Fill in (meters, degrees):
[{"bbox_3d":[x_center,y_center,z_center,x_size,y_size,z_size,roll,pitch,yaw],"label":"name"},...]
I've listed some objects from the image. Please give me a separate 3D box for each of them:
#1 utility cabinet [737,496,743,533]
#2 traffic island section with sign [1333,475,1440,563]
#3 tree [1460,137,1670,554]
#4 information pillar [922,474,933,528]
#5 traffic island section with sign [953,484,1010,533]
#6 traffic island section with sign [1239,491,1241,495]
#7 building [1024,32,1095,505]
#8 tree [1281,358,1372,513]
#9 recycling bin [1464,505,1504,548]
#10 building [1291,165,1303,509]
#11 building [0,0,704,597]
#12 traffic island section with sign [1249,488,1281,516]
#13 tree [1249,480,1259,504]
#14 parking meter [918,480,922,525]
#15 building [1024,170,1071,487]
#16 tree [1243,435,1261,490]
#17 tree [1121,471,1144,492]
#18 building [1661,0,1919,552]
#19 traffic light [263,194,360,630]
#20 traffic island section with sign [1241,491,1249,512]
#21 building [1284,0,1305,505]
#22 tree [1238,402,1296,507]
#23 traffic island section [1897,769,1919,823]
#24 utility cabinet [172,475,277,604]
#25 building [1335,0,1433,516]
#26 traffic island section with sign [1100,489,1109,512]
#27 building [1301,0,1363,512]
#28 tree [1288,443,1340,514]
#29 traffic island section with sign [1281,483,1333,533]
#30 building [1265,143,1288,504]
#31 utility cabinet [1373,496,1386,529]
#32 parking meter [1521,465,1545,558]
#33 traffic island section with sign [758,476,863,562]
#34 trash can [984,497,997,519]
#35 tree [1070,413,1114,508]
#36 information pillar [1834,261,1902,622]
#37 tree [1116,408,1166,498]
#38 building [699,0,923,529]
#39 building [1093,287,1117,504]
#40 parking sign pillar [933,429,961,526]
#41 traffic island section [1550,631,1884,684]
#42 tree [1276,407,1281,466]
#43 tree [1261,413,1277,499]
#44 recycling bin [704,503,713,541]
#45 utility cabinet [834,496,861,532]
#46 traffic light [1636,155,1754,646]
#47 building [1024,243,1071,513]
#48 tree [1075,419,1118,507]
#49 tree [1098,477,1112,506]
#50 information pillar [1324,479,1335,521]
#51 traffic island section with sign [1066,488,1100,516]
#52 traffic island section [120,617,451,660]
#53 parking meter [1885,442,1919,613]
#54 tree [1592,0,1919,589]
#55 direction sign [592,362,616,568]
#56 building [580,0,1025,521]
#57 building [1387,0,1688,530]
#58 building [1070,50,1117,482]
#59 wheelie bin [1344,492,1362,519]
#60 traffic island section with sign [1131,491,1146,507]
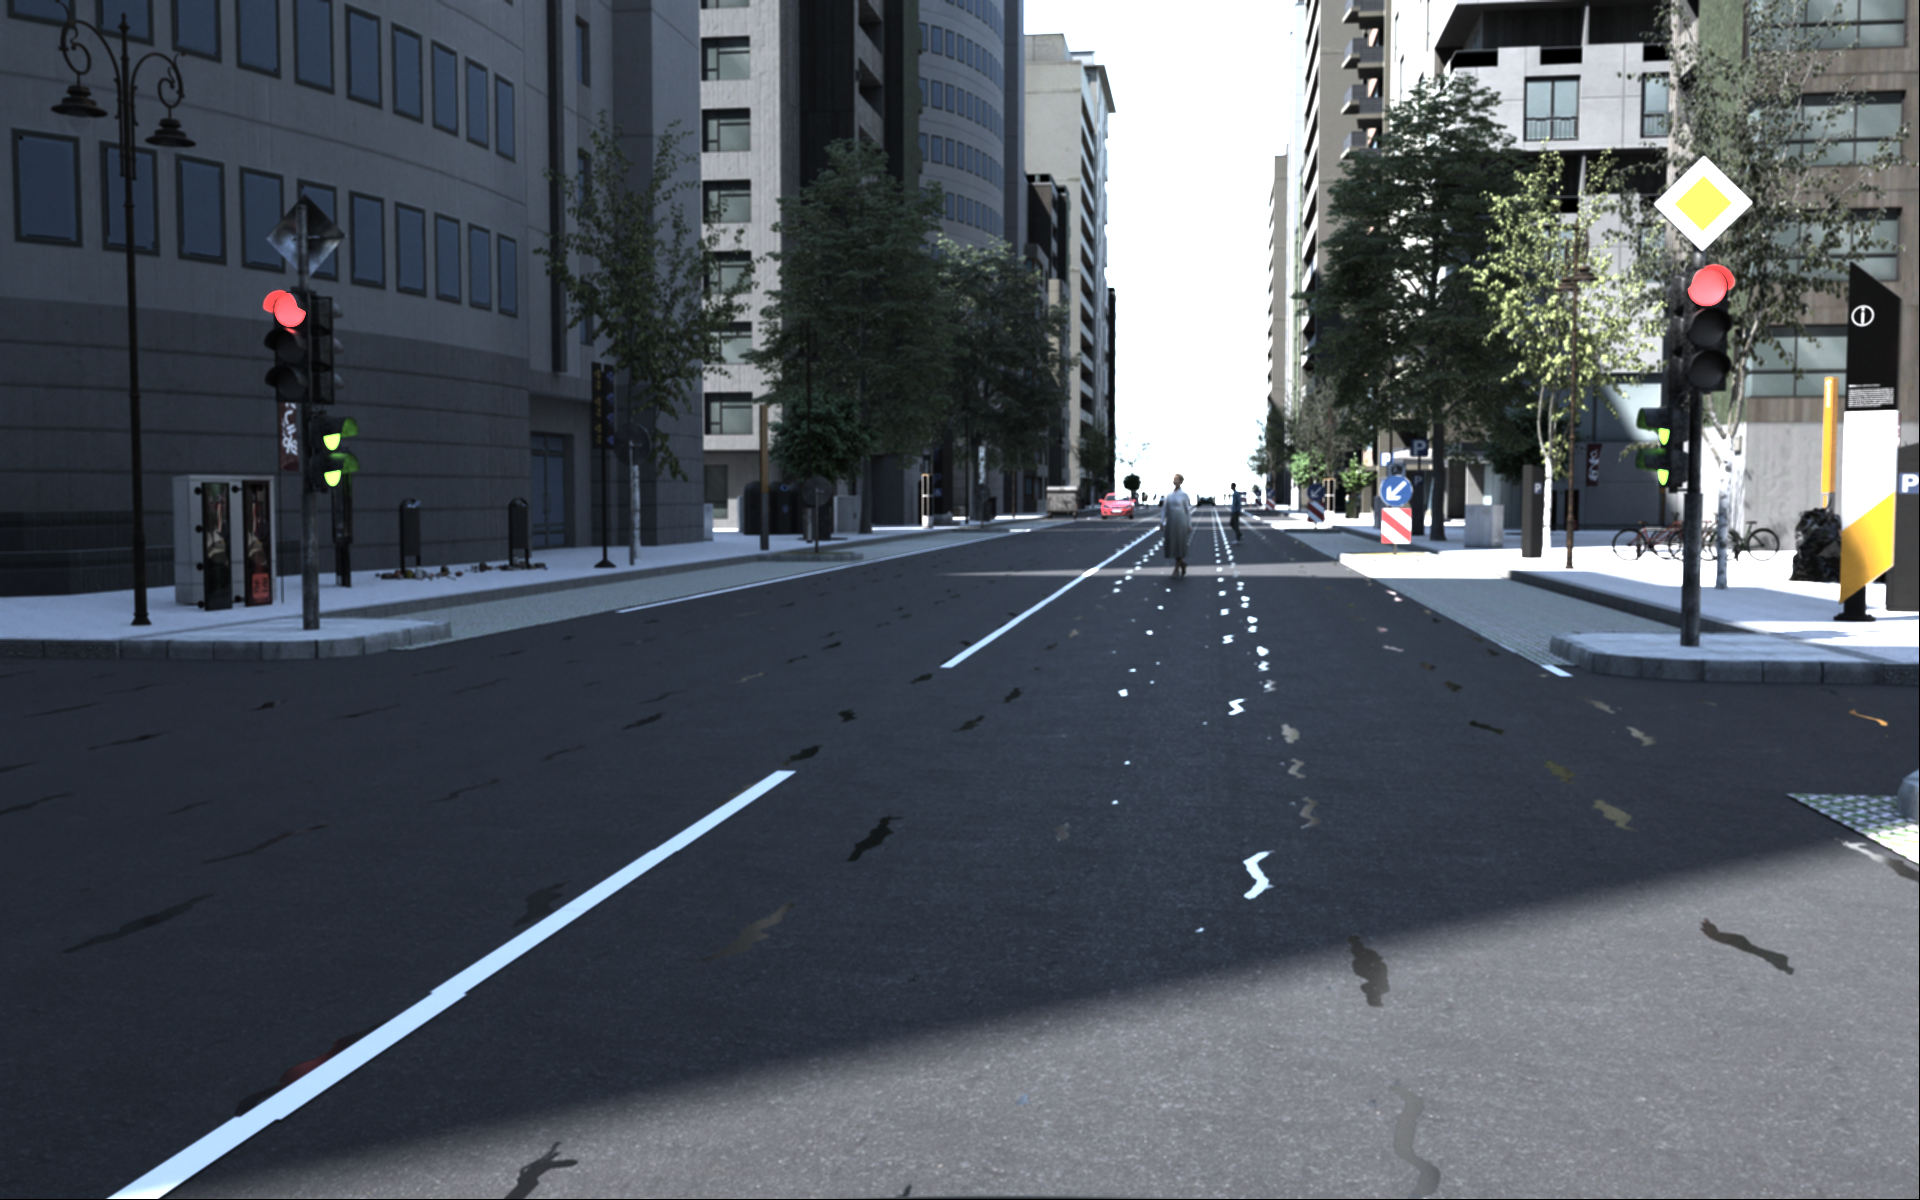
[{"bbox_3d":[-6.907,-2.858,57.894,1.020,1.237,0.306,-2,4,-25],"label":"utility cabinet"},{"bbox_3d":[9.079,-1.725,36.827,1.989,1.847,2.006,1,4,8],"label":"traffic island section with sign"},{"bbox_3d":[12.757,-5.279,36.666,4.737,8.622,4.395,0,3,0],"label":"tree"},{"bbox_3d":[-1.208,-3.702,65.022,0.304,2.012,0.304,3,5,39],"label":"information pillar"},{"bbox_3d":[0.838,-3.446,64.969,1.989,1.847,2.006,1,4,8],"label":"traffic island section with sign"},{"bbox_3d":[31.841,-11.362,194.388,1.989,1.847,2.006,1,4,8],"label":"traffic island section with sign"},{"bbox_3d":[3.202,-34.507,187.890,21.300,48.544,21.600,1,4,8],"label":"building"},{"bbox_3d":[20.086,-8.730,93.097,4.360,8.622,3.978,0,3,0],"label":"tree"},{"bbox_3d":[12.509,-1.761,41.346,0.722,1.027,0.722,3,4,36],"label":"recycling bin"},{"bbox_3d":[36.874,-23.340,153.314,14.160,30.474,14.107,1,4,8],"label":"building"},{"bbox_3d":[-19.262,-29.998,32.463,21.231,58.520,28.212,1,4,8],"label":"building"},{"bbox_3d":[19.989,-6.349,112.428,1.989,1.847,2.006,1,4,8],"label":"traffic island section with sign"},{"bbox_3d":[40.020,-14.742,235.633,1.663,3.219,1.824,0,3,0],"label":"tree"},{"bbox_3d":[-1.593,-4.094,72.646,0.255,1.863,0.399,-1,4,-15],"label":"parking meter"},{"bbox_3d":[2.383,-23.534,156.484,14.160,30.474,14.107,1,4,8],"label":"building"},{"bbox_3d":[35.321,-15.339,201.149,4.360,8.622,3.978,0,3,0],"label":"tree"},{"bbox_3d":[23.700,-15.547,237.912,4.285,4.588,4.351,0,3,0],"label":"tree"},{"bbox_3d":[25.436,-16.629,43.590,14.160,30.474,14.107,1,4,8],"label":"building"},{"bbox_3d":[-6.130,-1.674,16.291,0.839,4.253,0.868,1,4,8],"label":"traffic light"},{"bbox_3d":[23.957,-8.027,139.877,1.989,1.847,2.006,1,4,8],"label":"traffic island section with sign"},{"bbox_3d":[49.876,-40.709,207.598,21.231,58.520,28.212,1,4,8],"label":"building"},{"bbox_3d":[31.865,-14.668,174.241,8.767,10.594,7.601,3,4,39],"label":"tree"},{"bbox_3d":[5.053,0.950,6.744,2.009,0.180,2.903,1,4,8],"label":"traffic island section"},{"bbox_3d":[-8.669,-0.719,20.429,0.318,1.500,1.173,2,4,29],"label":"utility cabinet"},{"bbox_3d":[35.754,-27.813,109.359,22.147,44.769,28.867,1,4,8],"label":"building"},{"bbox_3d":[11.972,-8.158,142.018,1.989,1.847,2.006,1,4,8],"label":"traffic island section with sign"},{"bbox_3d":[38.017,-31.247,134.593,21.300,48.544,21.600,1,4,8],"label":"building"},{"bbox_3d":[22.713,-7.790,111.074,4.285,4.588,4.351,0,3,0],"label":"tree"},{"bbox_3d":[13.008,-3.389,64.038,1.989,1.847,2.006,1,4,8],"label":"traffic island section with sign"},{"bbox_3d":[52.544,-37.303,233.599,21.300,48.544,21.600,1,4,8],"label":"building"},{"bbox_3d":[15.360,-3.195,63.408,0.306,1.237,1.020,0,4,4],"label":"utility cabinet"},{"bbox_3d":[11.451,-1.768,34.614,0.399,1.863,0.255,-2,4,-29],"label":"parking meter"},{"bbox_3d":[-3.150,-1.755,37.322,1.989,1.847,2.006,1,4,8],"label":"traffic island section with sign"},{"bbox_3d":[1.560,-4.750,89.323,0.748,1.137,0.748,0,3,0],"label":"trash can"},{"bbox_3d":[12.031,-12.607,156.493,4.360,8.622,3.978,0,3,0],"label":"tree"},{"bbox_3d":[9.097,-1.589,17.331,0.504,3.616,0.183,3,5,43],"label":"information pillar"},{"bbox_3d":[24.493,-20.692,248.689,12.009,13.543,11.850,0,3,0],"label":"tree"},{"bbox_3d":[-9.530,-18.179,68.927,14.160,30.474,14.107,1,4,8],"label":"building"},{"bbox_3d":[13.645,-28.216,233.033,14.160,30.474,14.107,1,4,8],"label":"building"},{"bbox_3d":[-0.693,-5.041,70.886,1.447,3.967,1.447,1,4,19],"label":"parking sign pillar"},{"bbox_3d":[6.194,0.467,14.647,2.009,0.180,2.903,1,4,8],"label":"traffic island section"},{"bbox_3d":[20.884,-9.238,101.408,4.360,8.622,3.978,0,3,0],"label":"tree"},{"bbox_3d":[23.228,-10.342,119.459,4.360,8.622,3.978,0,3,0],"label":"tree"},{"bbox_3d":[-7.249,-2.139,47.522,0.722,1.027,0.722,-3,4,-38],"label":"recycling bin"},{"bbox_3d":[-3.765,-2.885,58.330,1.020,1.237,0.306,-3,4,-38],"label":"utility cabinet"},{"bbox_3d":[6.156,-1.567,14.539,0.839,4.253,0.868,1,4,8],"label":"traffic light"},{"bbox_3d":[-6.286,-17.788,135.880,27.650,21.520,28.899,1,4,8],"label":"building"},{"bbox_3d":[12.931,-13.277,167.436,4.737,8.622,4.395,0,3,0],"label":"tree"},{"bbox_3d":[15.728,-12.011,190.988,1.663,3.219,1.824,0,3,0],"label":"tree"},{"bbox_3d":[17.937,-4.851,83.807,0.304,2.012,0.304,0,4,-1],"label":"information pillar"},{"bbox_3d":[8.082,-6.508,115.029,1.989,1.847,2.006,1,4,8],"label":"traffic island section with sign"},{"bbox_3d":[-6.168,0.358,16.431,2.009,0.180,2.903,1,4,8],"label":"traffic island section"},{"bbox_3d":[10.288,-0.804,18.851,0.399,1.863,0.255,1,4,20],"label":"parking meter"},{"bbox_3d":[10.457,-4.464,23.351,4.360,8.622,3.978,0,3,0],"label":"tree"},{"bbox_3d":[-6.208,-2.336,30.192,0.379,3.537,0.876,1,4,11],"label":"direction sign"},{"bbox_3d":[-7.957,-34.507,106.194,21.231,58.520,28.212,1,4,8],"label":"building"},{"bbox_3d":[33.035,-29.524,71.953,28.713,52.752,27.495,1,4,8],"label":"building"},{"bbox_3d":[4.162,-38.135,212.741,28.713,52.752,27.495,1,4,8],"label":"building"},{"bbox_3d":[20.105,-4.931,88.526,0.693,1.594,0.980,3,5,40],"label":"wheelie bin"},{"bbox_3d":[19.888,-11.512,196.847,1.989,1.847,2.006,1,4,8],"label":"traffic island section with sign"}]
